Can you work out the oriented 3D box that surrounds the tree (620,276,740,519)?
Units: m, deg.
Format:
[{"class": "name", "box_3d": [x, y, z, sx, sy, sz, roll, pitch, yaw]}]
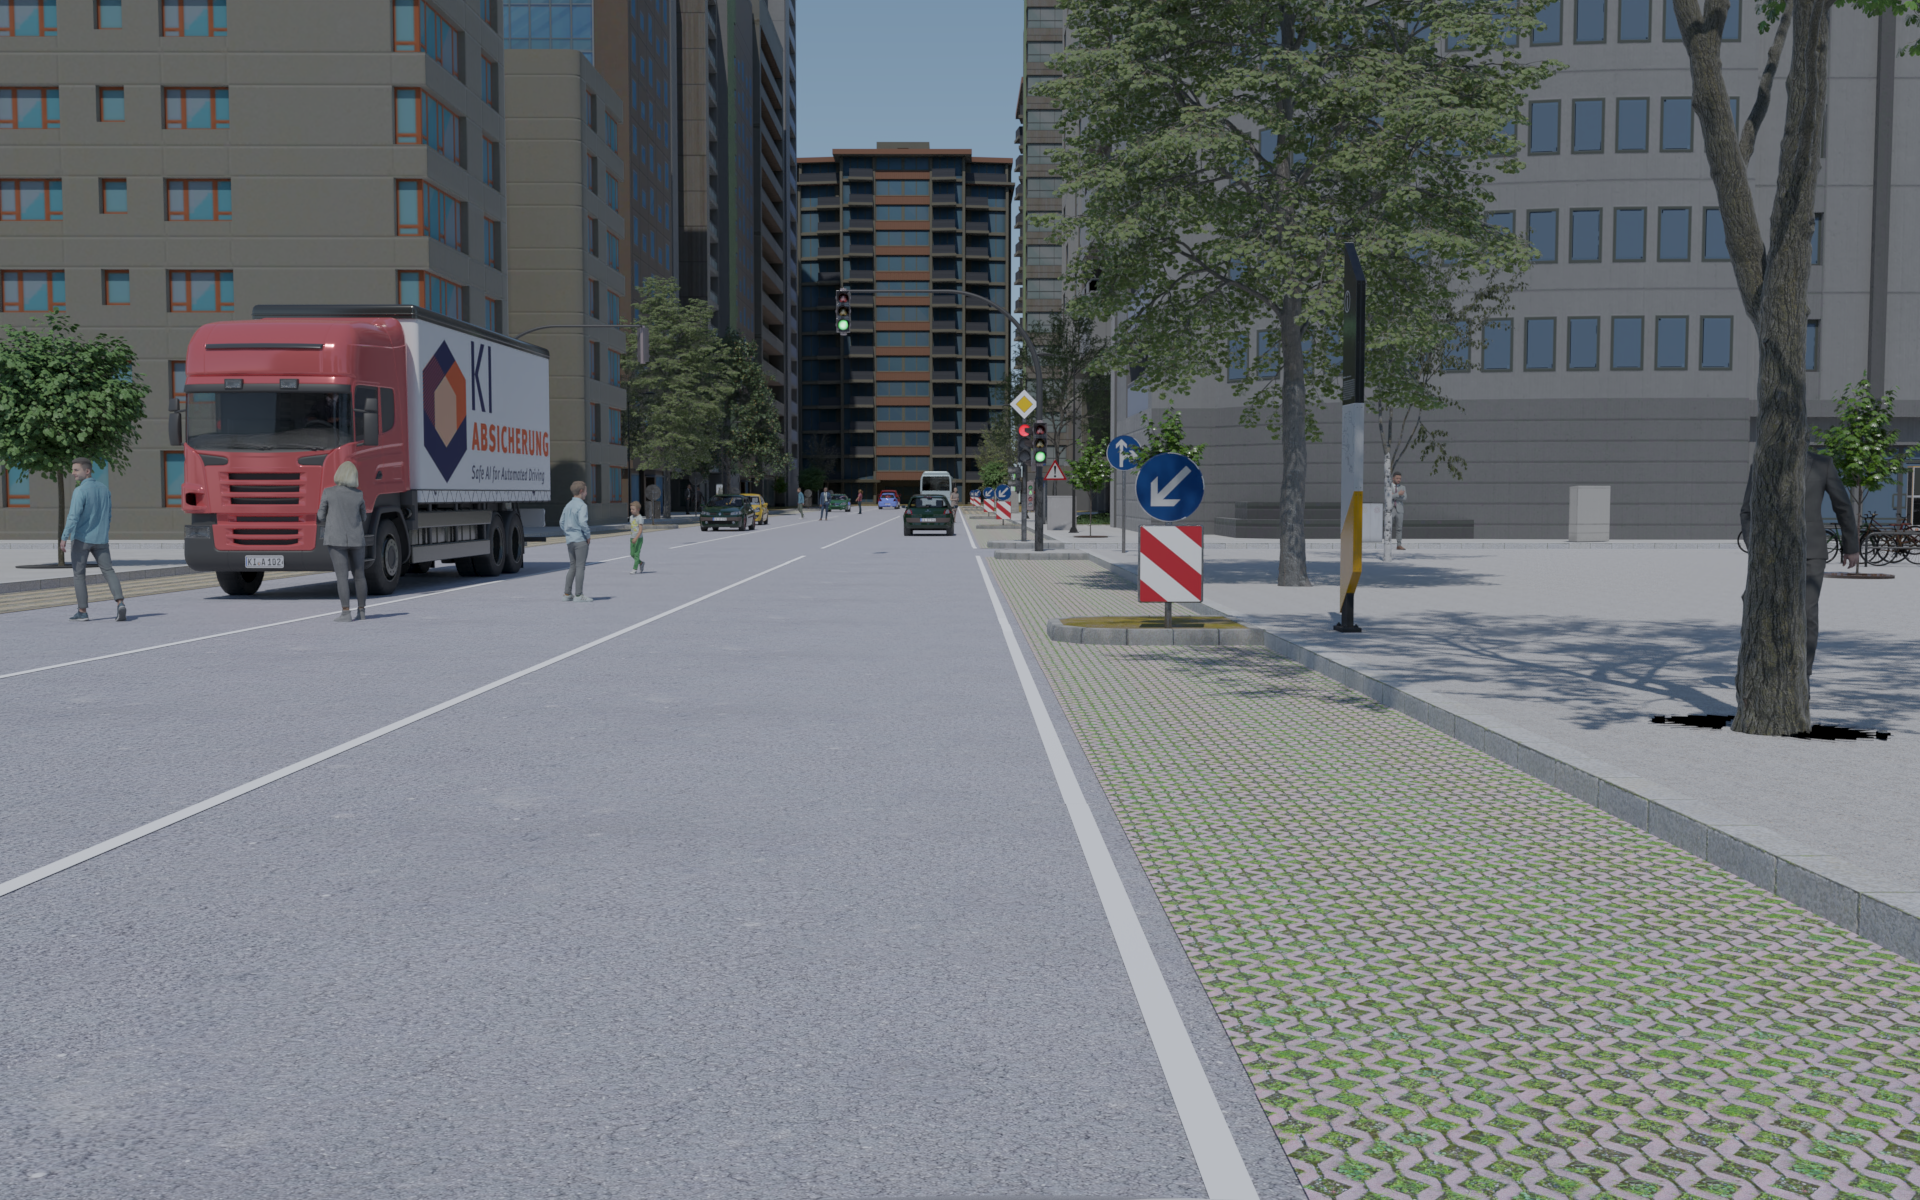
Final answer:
[{"class": "tree", "box_3d": [-15.384, -10.565, 90.860, 7.486, 12.596, 7.792, 0, 3, 0]}]

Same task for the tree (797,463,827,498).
[{"class": "tree", "box_3d": [-15.549, -12.154, 182.434, 4.285, 4.588, 4.351, 0, 3, 0]}]

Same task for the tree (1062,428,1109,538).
[{"class": "tree", "box_3d": [3.813, -3.457, 51.120, 1.663, 3.219, 1.824, 0, 3, 0]}]

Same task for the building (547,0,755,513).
[{"class": "building", "box_3d": [-24.763, -30.162, 143.254, 14.600, 45.320, 14.200, 0, 4, 0]}]

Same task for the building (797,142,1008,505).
[{"class": "building", "box_3d": [-7.752, -34.468, 218.177, 28.867, 44.769, 22.147, 0, 4, 0]}]

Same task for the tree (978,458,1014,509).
[{"class": "tree", "box_3d": [3.221, -10.391, 153.614, 4.285, 4.588, 4.351, 0, 3, 0]}]

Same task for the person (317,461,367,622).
[{"class": "person", "box_3d": [-6.984, -0.666, 19.576, 0.537, 1.800, 0.526, -2, 4, -28]}]

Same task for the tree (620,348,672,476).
[{"class": "tree", "box_3d": [-16.067, -8.083, 82.523, 4.360, 8.622, 3.978, 0, 3, 0]}]

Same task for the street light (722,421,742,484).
[{"class": "street light", "box_3d": [-14.629, -8.446, 110.627, 1.470, 5.913, 1.316, 0, 4, 0]}]

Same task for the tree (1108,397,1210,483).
[{"class": "tree", "box_3d": [4.255, -2.451, 34.674, 1.663, 3.219, 1.824, 0, 3, 0]}]

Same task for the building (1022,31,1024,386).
[{"class": "building", "box_3d": [16.691, -32.519, 155.393, 21.300, 48.544, 21.600, 0, 4, 0]}]

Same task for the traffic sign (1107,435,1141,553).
[{"class": "traffic sign", "box_3d": [3.562, -2.294, 37.615, 0.768, 2.556, 0.104, 0, 4, 3]}]

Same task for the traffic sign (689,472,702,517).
[{"class": "traffic sign", "box_3d": [-15.042, -6.024, 98.591, 0.768, 2.556, 0.104, 0, 4, 7]}]

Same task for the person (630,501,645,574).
[{"class": "person", "box_3d": [-5.799, -1.124, 31.133, 0.306, 1.304, 0.590, 1, 4, 16]}]

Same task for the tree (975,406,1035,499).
[{"class": "tree", "box_3d": [3.948, -10.820, 127.276, 4.737, 8.622, 4.395, 0, 3, 0]}]

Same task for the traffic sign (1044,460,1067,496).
[{"class": "traffic sign", "box_3d": [3.604, -4.014, 65.634, 0.884, 2.594, 0.081, 1, 4, 9]}]

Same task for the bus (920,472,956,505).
[{"class": "bus", "box_3d": [-1.921, -9.459, 149.511, 2.948, 3.499, 13.247, 0, 4, 1]}]

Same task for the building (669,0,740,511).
[{"class": "building", "box_3d": [-24.477, -27.258, 129.264, 14.154, 41.232, 14.086, 0, 4, 0]}]

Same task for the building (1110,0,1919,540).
[{"class": "building", "box_3d": [19.984, -31.514, 57.257, 28.212, 58.520, 21.231, 0, 4, 0]}]

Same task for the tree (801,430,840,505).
[{"class": "tree", "box_3d": [-16.038, -15.199, 198.872, 4.360, 8.622, 3.978, 0, 3, 0]}]

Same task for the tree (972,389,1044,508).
[{"class": "tree", "box_3d": [3.722, -10.171, 116.652, 4.360, 8.622, 3.978, 0, 3, 0]}]

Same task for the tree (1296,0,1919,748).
[{"class": "tree", "box_3d": [4.207, -5.091, 9.001, 9.928, 11.665, 9.643, 0, 3, 0]}]

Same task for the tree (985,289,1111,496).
[{"class": "tree", "box_3d": [4.568, -8.827, 78.727, 7.601, 10.594, 8.767, 1, 4, 13]}]

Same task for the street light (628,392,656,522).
[{"class": "street light", "box_3d": [-14.548, -6.509, 78.966, 1.470, 5.913, 1.316, 0, 4, 0]}]

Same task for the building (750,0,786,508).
[{"class": "building", "box_3d": [-28.013, -32.869, 161.109, 21.300, 48.544, 21.600, 0, 4, 0]}]

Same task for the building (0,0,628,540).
[{"class": "building", "box_3d": [-28.575, -13.275, 62.090, 27.650, 21.520, 28.899, 0, 4, 0]}]

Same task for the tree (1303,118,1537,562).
[{"class": "tree", "box_3d": [8.246, -5.020, 32.435, 4.360, 8.622, 3.978, 0, 3, 0]}]

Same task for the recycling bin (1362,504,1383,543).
[{"class": "recycling bin", "box_3d": [10.764, -2.047, 46.023, 0.722, 1.027, 0.722, -1, 4, -9]}]

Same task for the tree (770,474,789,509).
[{"class": "tree", "box_3d": [-15.752, -9.563, 150.962, 1.663, 3.219, 1.824, 0, 3, 0]}]

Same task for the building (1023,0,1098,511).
[{"class": "building", "box_3d": [11.989, -27.779, 137.787, 14.154, 41.232, 14.086, 0, 4, 0]}]

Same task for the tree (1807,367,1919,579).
[{"class": "tree", "box_3d": [13.901, -1.950, 26.483, 1.663, 3.219, 1.824, 0, 3, 0]}]

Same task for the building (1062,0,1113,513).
[{"class": "building", "box_3d": [19.980, -31.094, 97.622, 28.713, 52.752, 27.495, 0, 4, 0]}]

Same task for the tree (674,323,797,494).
[{"class": "tree", "box_3d": [-15.750, -12.212, 116.672, 9.611, 12.733, 9.660, 0, 3, 0]}]

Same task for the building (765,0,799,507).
[{"class": "building", "box_3d": [-31.749, -39.297, 184.509, 28.212, 58.520, 21.231, 0, 4, 0]}]

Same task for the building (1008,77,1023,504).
[{"class": "building", "box_3d": [16.889, -32.187, 180.885, 22.147, 44.769, 28.867, 0, 4, 0]}]

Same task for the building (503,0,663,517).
[{"class": "building", "box_3d": [-25.044, -27.624, 101.761, 14.600, 45.320, 14.200, 0, 4, 0]}]

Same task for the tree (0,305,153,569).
[{"class": "tree", "box_3d": [-15.766, -2.842, 30.181, 4.285, 4.588, 4.351, 0, 3, 0]}]

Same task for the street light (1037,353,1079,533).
[{"class": "street light", "box_3d": [3.208, -5.164, 56.974, 1.470, 5.913, 1.316, 0, 4, 0]}]

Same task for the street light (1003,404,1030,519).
[{"class": "street light", "box_3d": [2.915, -7.160, 89.602, 1.470, 5.913, 1.316, 0, 4, 0]}]

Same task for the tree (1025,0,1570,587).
[{"class": "tree", "box_3d": [4.361, -6.443, 23.471, 7.486, 12.596, 7.792, 0, 3, 0]}]
